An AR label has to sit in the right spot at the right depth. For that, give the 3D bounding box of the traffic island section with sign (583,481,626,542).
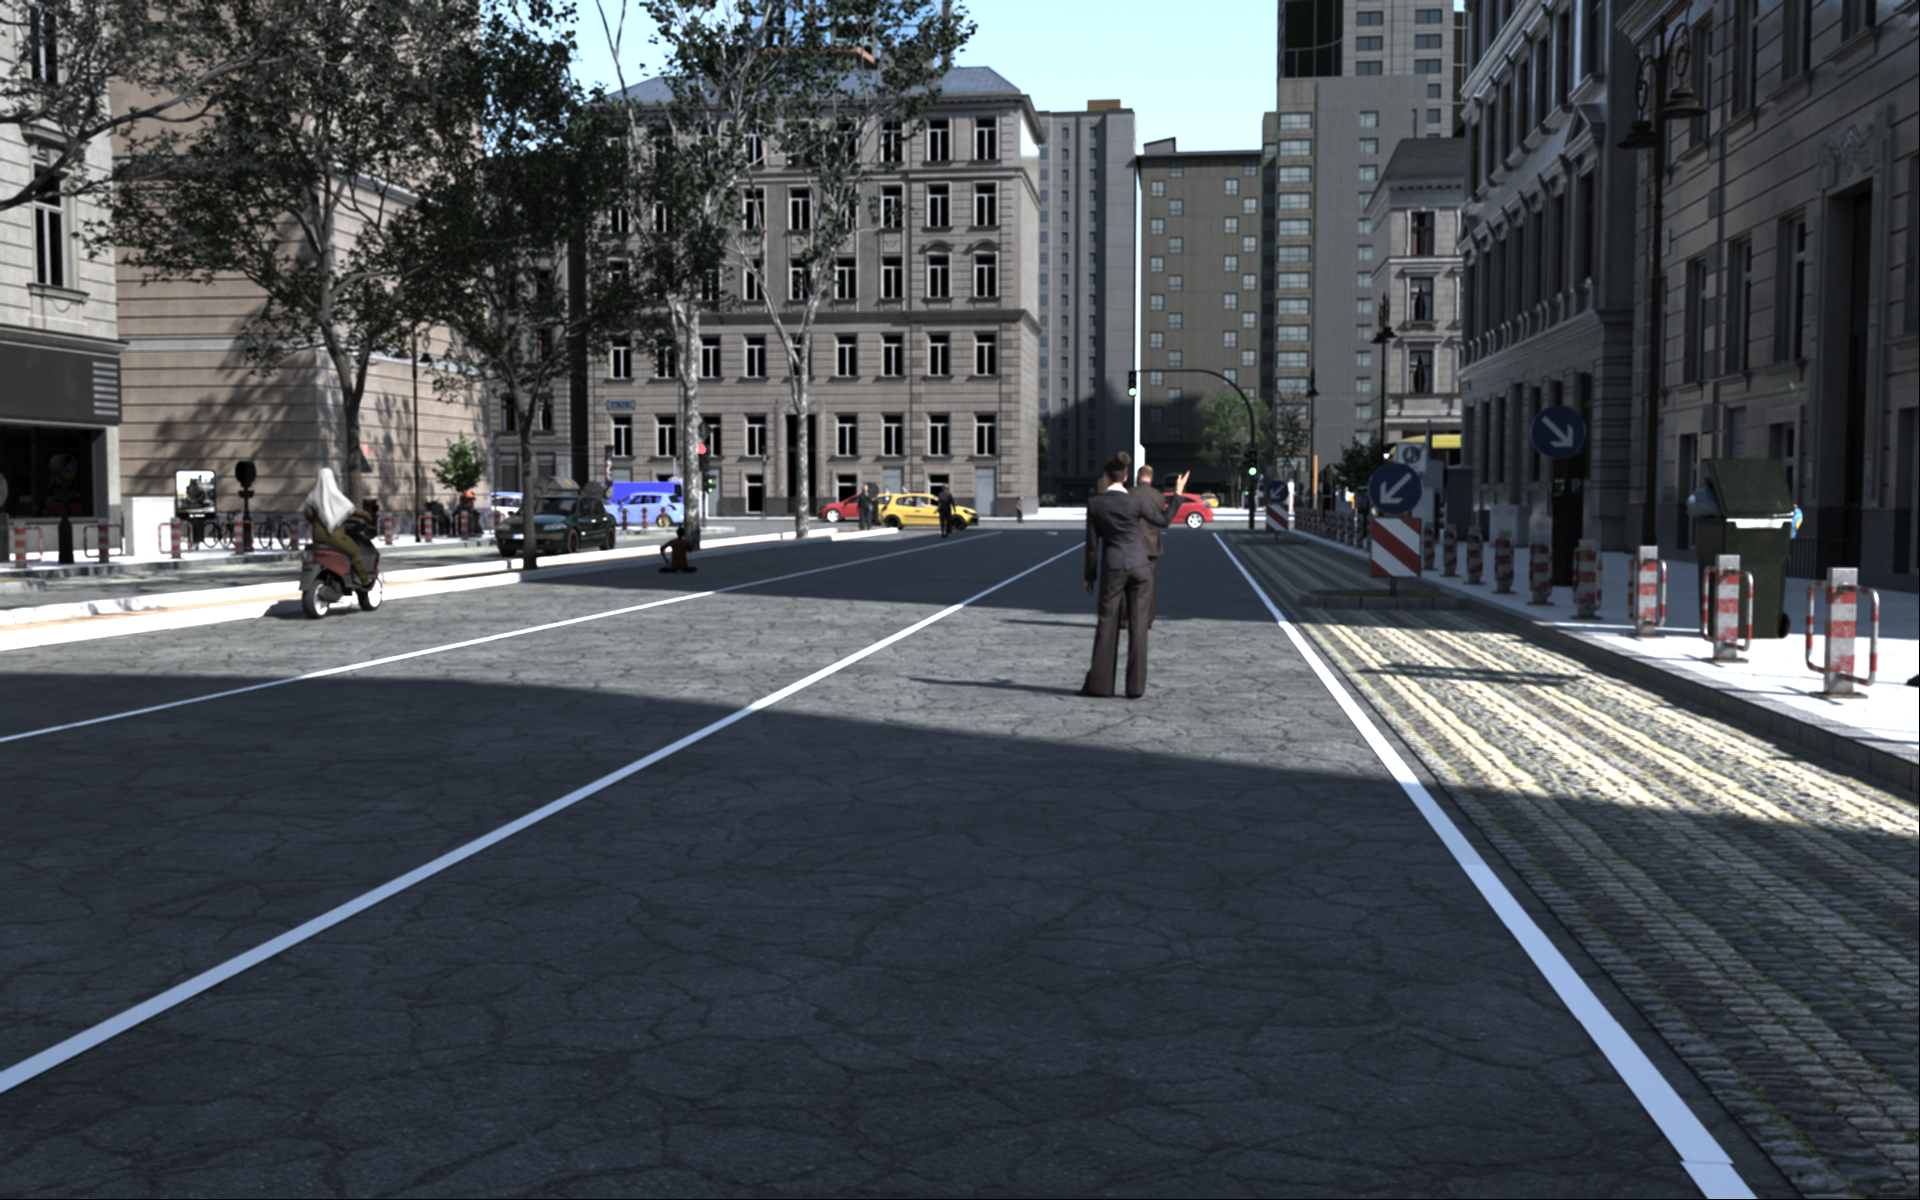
[{"bbox_3d":[-11.165,-2.655,52.045,1.989,1.847,2.006,0,4,7],"label":"traffic island section with sign"}]

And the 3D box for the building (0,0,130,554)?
[{"bbox_3d":[-30.011,-15.018,21.954,17.030,29.872,44.131,0,4,7],"label":"building"}]

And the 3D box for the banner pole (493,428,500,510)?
[{"bbox_3d":[-17.628,-4.640,65.886,0.401,3.779,0.863,-2,4,-30],"label":"banner pole"}]

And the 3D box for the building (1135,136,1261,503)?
[{"bbox_3d":[40.568,-41.155,262.121,27.495,52.752,28.713,0,4,7],"label":"building"}]

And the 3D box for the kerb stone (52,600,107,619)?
[{"bbox_3d":[-10.354,0.121,20.216,0.120,0.150,1.000,0,4,7],"label":"kerb stone"}]

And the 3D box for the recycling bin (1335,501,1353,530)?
[{"bbox_3d":[13.764,-3.079,62.901,0.722,1.027,0.722,-1,4,-19],"label":"recycling bin"}]

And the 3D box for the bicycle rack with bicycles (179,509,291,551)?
[{"bbox_3d":[-17.197,-1.646,40.295,2.852,0.926,2.925,-3,5,-42],"label":"bicycle rack with bicycles"}]

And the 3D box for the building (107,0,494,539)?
[{"bbox_3d":[-27.177,-16.553,56.550,20.117,28.700,13.634,0,4,7],"label":"building"}]

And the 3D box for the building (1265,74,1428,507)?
[{"bbox_3d":[38.446,-29.932,172.977,14.154,41.232,14.086,0,4,7],"label":"building"}]

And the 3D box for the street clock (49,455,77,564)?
[{"bbox_3d":[-16.425,-1.664,31.772,0.358,2.002,0.471,1,4,10],"label":"street clock"}]

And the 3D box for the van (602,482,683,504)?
[{"bbox_3d":[-16.644,-5.071,87.290,5.245,2.365,2.240,0,4,6],"label":"van"}]

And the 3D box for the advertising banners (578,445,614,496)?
[{"bbox_3d":[-12.888,-3.989,61.409,0.090,3.025,2.074,2,4,27],"label":"advertising banners"}]

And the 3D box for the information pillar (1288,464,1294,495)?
[{"bbox_3d":[23.909,-8.188,125.231,0.504,3.616,0.183,-2,4,-33],"label":"information pillar"}]

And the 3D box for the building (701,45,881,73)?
[{"bbox_3d":[-13.029,-31.696,172.854,22.147,44.769,28.867,0,4,7],"label":"building"}]

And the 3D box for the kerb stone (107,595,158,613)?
[{"bbox_3d":[-10.217,0.059,21.231,0.120,0.150,1.000,0,4,7],"label":"kerb stone"}]

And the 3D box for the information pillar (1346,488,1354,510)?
[{"bbox_3d":[20.481,-6.089,90.907,0.504,3.616,0.183,-1,4,-8],"label":"information pillar"}]

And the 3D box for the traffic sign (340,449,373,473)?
[{"bbox_3d":[-15.060,-2.642,43.208,0.884,2.594,0.081,1,4,11],"label":"traffic sign"}]

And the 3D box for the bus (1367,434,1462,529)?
[{"bbox_3d":[23.163,-4.920,71.986,12.252,3.916,2.896,0,4,6],"label":"bus"}]

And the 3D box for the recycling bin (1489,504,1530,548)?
[{"bbox_3d":[13.225,-1.781,41.681,0.722,1.027,0.722,3,5,41],"label":"recycling bin"}]

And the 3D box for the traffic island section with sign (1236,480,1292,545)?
[{"bbox_3d":[8.854,-2.481,49.195,1.989,1.847,2.006,0,4,7],"label":"traffic island section with sign"}]

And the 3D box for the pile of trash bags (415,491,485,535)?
[{"bbox_3d":[-16.126,-2.789,55.356,1.912,1.369,3.447,0,4,-1],"label":"pile of trash bags"}]

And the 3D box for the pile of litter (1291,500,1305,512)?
[{"bbox_3d":[23.857,-6.553,121.099,1.176,0.858,1.719,-1,4,-16],"label":"pile of litter"}]

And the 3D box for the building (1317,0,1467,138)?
[{"bbox_3d":[63.965,-49.950,254.937,20.611,71.187,20.563,0,4,7],"label":"building"}]

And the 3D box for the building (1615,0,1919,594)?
[{"bbox_3d":[18.215,-13.829,23.376,12.463,27.353,25.104,0,4,7],"label":"building"}]

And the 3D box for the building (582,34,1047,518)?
[{"bbox_3d":[-7.998,-18.500,99.744,25.104,27.353,12.463,0,4,7],"label":"building"}]

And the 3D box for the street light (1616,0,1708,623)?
[{"bbox_3d":[6.786,-2.698,16.900,0.468,5.910,1.993,0,4,7],"label":"street light"}]

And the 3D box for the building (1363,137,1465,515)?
[{"bbox_3d":[24.515,-14.970,95.665,40.483,20.767,10.553,0,4,7],"label":"building"}]

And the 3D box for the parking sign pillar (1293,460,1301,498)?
[{"bbox_3d":[26.871,-9.175,138.487,1.447,3.967,1.447,2,4,24],"label":"parking sign pillar"}]

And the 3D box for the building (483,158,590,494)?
[{"bbox_3d":[-30.126,-15.473,102.137,18.267,20.994,9.793,0,4,7],"label":"building"}]

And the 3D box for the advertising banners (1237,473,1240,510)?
[{"bbox_3d":[22.731,-8.881,141.391,0.090,3.025,2.074,1,4,15],"label":"advertising banners"}]

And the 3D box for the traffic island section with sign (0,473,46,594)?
[{"bbox_3d":[-14.616,-1.020,25.311,1.989,1.847,2.006,0,4,7],"label":"traffic island section with sign"}]

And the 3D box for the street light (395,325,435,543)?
[{"bbox_3d":[-14.364,-4.461,45.721,0.468,5.910,1.993,0,4,7],"label":"street light"}]

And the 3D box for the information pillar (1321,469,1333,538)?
[{"bbox_3d":[10.671,-2.807,50.387,0.304,2.012,0.304,1,4,13],"label":"information pillar"}]

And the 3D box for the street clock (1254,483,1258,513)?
[{"bbox_3d":[19.865,-6.872,116.928,0.358,2.002,0.471,-2,4,-32],"label":"street clock"}]

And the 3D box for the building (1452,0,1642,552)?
[{"bbox_3d":[20.401,-12.884,46.806,11.583,22.565,21.152,0,4,7],"label":"building"}]

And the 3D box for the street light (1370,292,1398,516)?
[{"bbox_3d":[9.702,-4.097,39.769,0.468,5.910,1.993,0,4,7],"label":"street light"}]

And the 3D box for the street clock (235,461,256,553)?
[{"bbox_3d":[-15.613,-2.038,37.896,0.471,2.002,0.358,3,4,36],"label":"street clock"}]

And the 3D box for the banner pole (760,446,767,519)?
[{"bbox_3d":[-10.298,-6.185,91.138,0.401,3.779,0.863,0,4,6],"label":"banner pole"}]

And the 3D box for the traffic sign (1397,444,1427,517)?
[{"bbox_3d":[8.965,-1.977,34.449,0.606,2.300,0.079,0,4,8],"label":"traffic sign"}]

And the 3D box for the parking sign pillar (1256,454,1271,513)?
[{"bbox_3d":[20.913,-7.920,117.965,1.447,3.967,1.447,1,4,13],"label":"parking sign pillar"}]

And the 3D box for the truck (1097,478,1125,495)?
[{"bbox_3d":[18.005,-12.950,207.664,3.469,3.379,9.791,0,4,7],"label":"truck"}]

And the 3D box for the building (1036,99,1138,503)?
[{"bbox_3d":[12.513,-44.071,262.553,28.212,58.520,21.231,0,4,7],"label":"building"}]

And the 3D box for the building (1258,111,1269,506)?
[{"bbox_3d":[39.469,-30.813,187.382,14.154,41.232,14.086,0,4,7],"label":"building"}]

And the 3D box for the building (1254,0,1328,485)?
[{"bbox_3d":[45.633,-46.796,203.372,20.563,71.187,20.611,0,4,7],"label":"building"}]

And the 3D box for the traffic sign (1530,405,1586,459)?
[{"bbox_3d":[8.590,-1.520,24.960,0.768,2.556,0.104,0,4,8],"label":"traffic sign"}]

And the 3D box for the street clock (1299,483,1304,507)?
[{"bbox_3d":[22.101,-6.586,112.244,0.358,2.002,0.471,0,4,-4],"label":"street clock"}]

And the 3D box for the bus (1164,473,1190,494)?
[{"bbox_3d":[24.744,-12.622,197.920,2.896,3.916,12.252,1,4,9],"label":"bus"}]

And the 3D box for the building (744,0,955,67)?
[{"bbox_3d":[-12.929,-54.870,209.797,31.000,86.520,22.319,0,4,7],"label":"building"}]

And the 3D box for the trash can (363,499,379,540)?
[{"bbox_3d":[-16.783,-2.276,48.873,0.748,1.137,0.748,0,3,0],"label":"trash can"}]

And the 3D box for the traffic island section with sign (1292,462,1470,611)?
[{"bbox_3d":[5.379,-0.832,22.226,1.989,1.847,2.006,0,4,7],"label":"traffic island section with sign"}]

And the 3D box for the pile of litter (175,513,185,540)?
[{"bbox_3d":[-21.990,-2.074,47.881,1.719,0.858,1.176,1,4,9],"label":"pile of litter"}]

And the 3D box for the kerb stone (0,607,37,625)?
[{"bbox_3d":[-10.473,0.186,19.191,0.120,0.150,1.000,0,4,7],"label":"kerb stone"}]

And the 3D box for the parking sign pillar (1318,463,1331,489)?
[{"bbox_3d":[31.962,-9.972,151.511,1.447,3.967,1.447,-3,4,-36],"label":"parking sign pillar"}]

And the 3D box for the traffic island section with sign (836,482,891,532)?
[{"bbox_3d":[-3.482,-3.488,65.173,2.006,1.907,1.989,0,4,7],"label":"traffic island section with sign"}]

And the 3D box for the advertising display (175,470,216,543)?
[{"bbox_3d":[-20.187,-2.481,45.771,0.974,1.923,0.123,-2,4,-24],"label":"advertising display"}]

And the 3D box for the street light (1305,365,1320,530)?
[{"bbox_3d":[12.659,-5.480,62.378,0.468,5.910,1.993,0,4,7],"label":"street light"}]

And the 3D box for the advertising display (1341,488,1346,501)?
[{"bbox_3d":[22.770,-5.957,102.605,0.123,1.923,0.974,2,4,28],"label":"advertising display"}]

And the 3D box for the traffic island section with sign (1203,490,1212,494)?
[{"bbox_3d":[29.254,-12.155,207.355,1.989,1.847,2.006,0,4,7],"label":"traffic island section with sign"}]

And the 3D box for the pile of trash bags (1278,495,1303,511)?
[{"bbox_3d":[25.404,-7.303,129.156,3.447,1.369,1.912,1,4,9],"label":"pile of trash bags"}]
